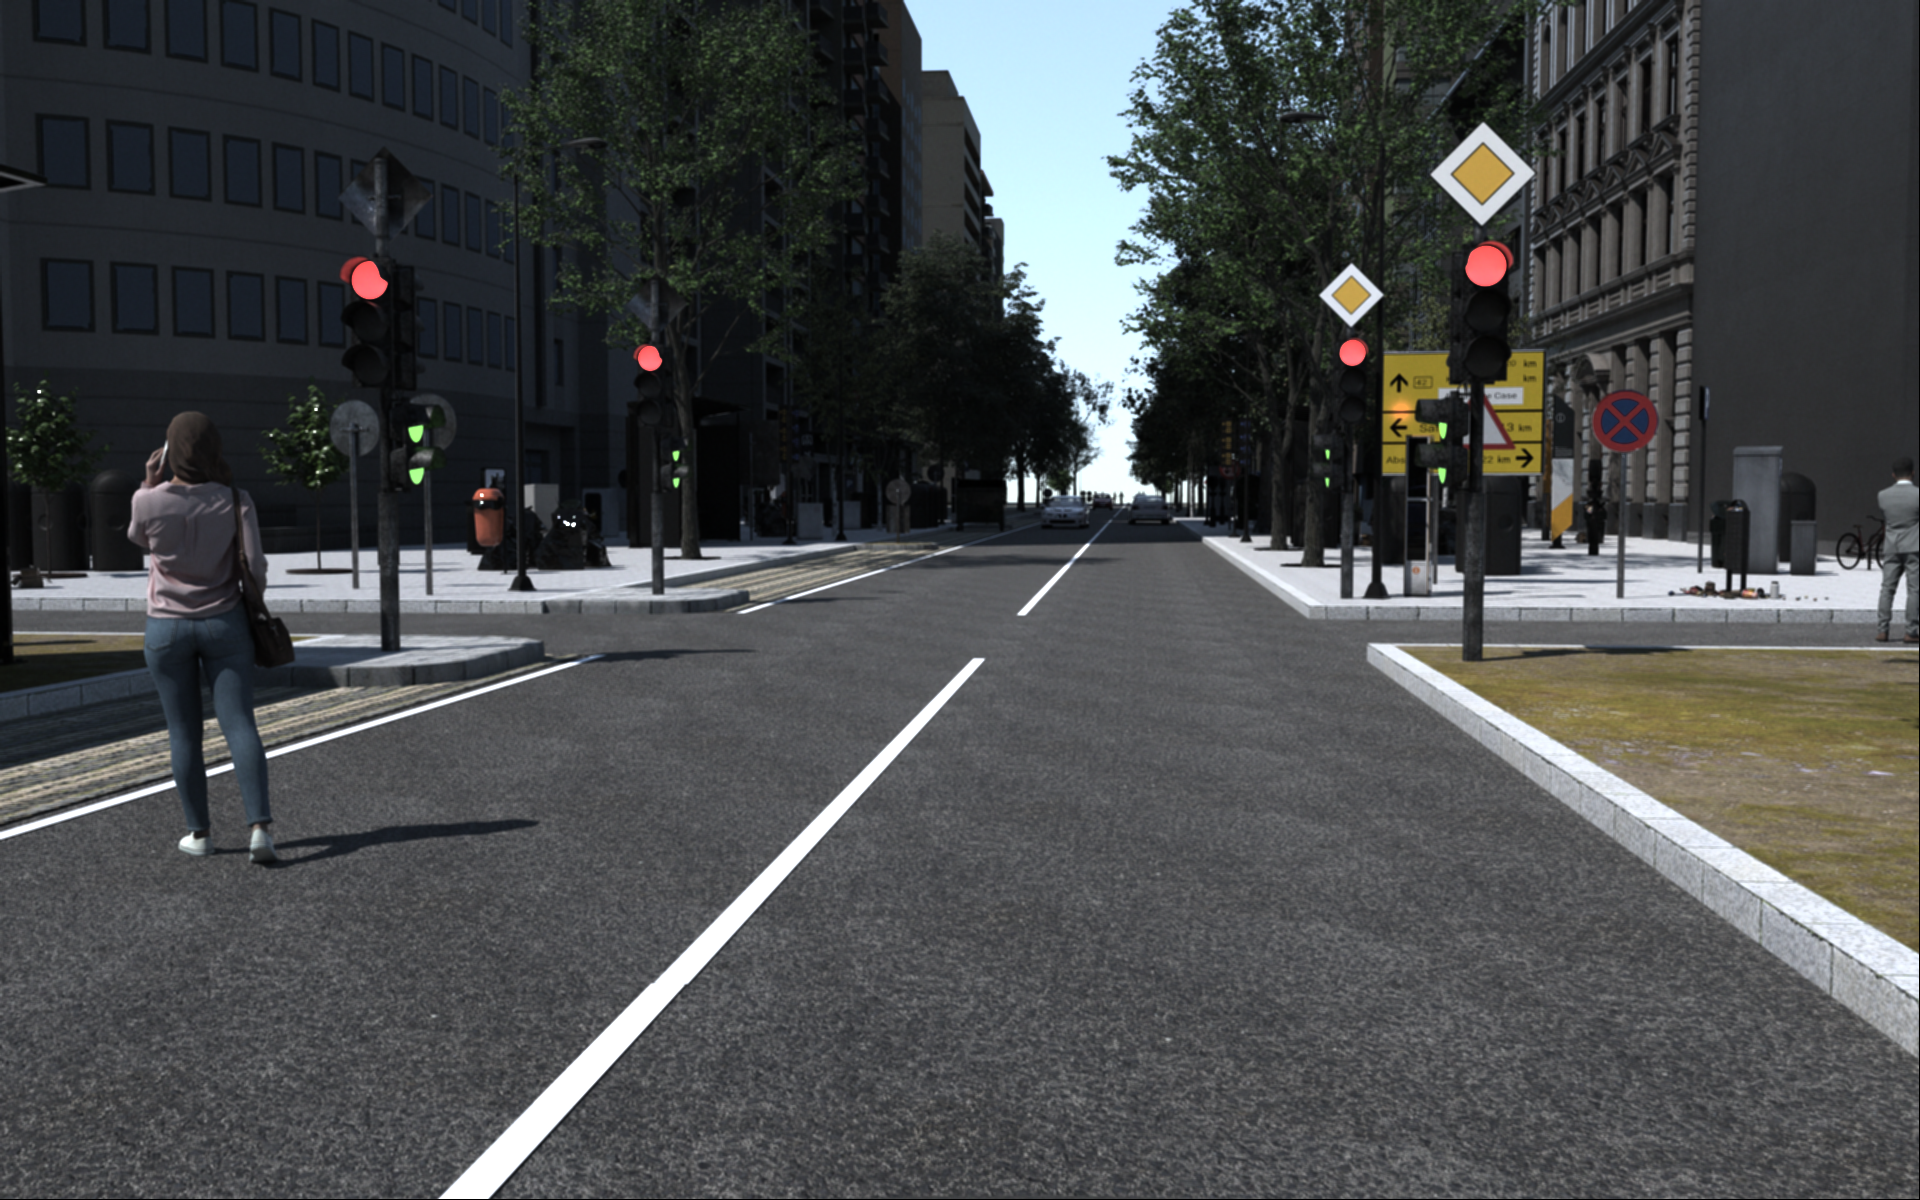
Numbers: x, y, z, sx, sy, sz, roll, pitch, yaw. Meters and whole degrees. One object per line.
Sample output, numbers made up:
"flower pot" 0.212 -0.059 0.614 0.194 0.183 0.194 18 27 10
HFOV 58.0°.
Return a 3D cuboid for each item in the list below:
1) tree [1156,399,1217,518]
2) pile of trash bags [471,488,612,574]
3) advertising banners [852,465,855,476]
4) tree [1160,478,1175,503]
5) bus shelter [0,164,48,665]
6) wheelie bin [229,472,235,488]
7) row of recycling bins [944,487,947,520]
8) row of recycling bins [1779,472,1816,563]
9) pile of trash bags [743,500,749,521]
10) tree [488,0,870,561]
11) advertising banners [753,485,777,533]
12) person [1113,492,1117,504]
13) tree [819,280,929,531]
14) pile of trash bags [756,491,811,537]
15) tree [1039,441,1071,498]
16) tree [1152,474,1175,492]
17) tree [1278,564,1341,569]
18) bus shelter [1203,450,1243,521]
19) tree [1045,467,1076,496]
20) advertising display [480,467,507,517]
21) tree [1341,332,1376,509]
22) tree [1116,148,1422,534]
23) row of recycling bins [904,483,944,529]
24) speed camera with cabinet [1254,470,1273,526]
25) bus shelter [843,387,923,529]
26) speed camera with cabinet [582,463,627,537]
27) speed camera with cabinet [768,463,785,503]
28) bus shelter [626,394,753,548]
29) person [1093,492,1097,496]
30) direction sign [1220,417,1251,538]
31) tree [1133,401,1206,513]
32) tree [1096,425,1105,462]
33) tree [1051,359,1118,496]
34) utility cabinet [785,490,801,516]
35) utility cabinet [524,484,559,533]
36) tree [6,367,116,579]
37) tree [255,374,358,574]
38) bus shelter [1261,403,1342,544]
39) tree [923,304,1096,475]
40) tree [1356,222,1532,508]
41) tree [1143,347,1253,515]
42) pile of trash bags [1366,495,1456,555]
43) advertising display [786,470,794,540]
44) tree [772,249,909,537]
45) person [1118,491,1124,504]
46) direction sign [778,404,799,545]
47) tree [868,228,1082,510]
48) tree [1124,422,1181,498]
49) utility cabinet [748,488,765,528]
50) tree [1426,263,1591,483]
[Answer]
"tree" 12.717 -8.723 92.981 4.360 8.622 3.978 0 3 0
"pile of trash bags" -7.274 -1.189 29.191 1.912 1.369 3.447 1 4 10
"advertising banners" -5.020 -6.030 94.778 2.074 3.025 0.090 -2 4 -30
"tree" 29.214 -15.520 248.353 1.663 3.219 1.824 0 3 0
"bus shelter" -7.925 -1.144 9.995 1.731 3.624 6.357 0 4 6
"wheelie bin" -10.219 -0.953 23.490 0.980 1.594 0.693 -2 4 -33
"row of recycling bins" -1.152 -4.883 86.948 1.069 1.692 3.534 0 4 4
"row of recycling bins" 16.049 -1.646 34.031 1.069 1.692 3.534 1 4 18
"pile of trash bags" -9.099 -4.064 76.199 3.447 1.369 1.912 1 4 20
"tree" -5.449 -6.601 33.688 9.928 11.665 9.643 0 3 0
"advertising banners" -6.523 -3.804 58.377 0.090 3.025 2.074 1 4 17
"person" 22.233 -14.572 247.277 0.750 1.759 0.617 3 5 40
"tree" -2.790 -6.659 59.240 4.360 8.622 3.978 0 3 0
"pile of trash bags" -5.302 -2.650 53.086 1.912 1.369 3.447 0 4 -7
"tree" 8.605 -13.546 171.844 4.360 8.622 3.978 0 3 0
"tree" 28.329 -15.733 240.951 4.285 4.588 4.351 0 3 0
"tree" 6.390 -6.382 30.104 9.928 11.665 9.643 0 3 0
"bus shelter" 12.181 -5.224 79.335 2.014 3.302 5.546 0 4 6
"tree" 11.133 -12.724 191.755 4.285 4.588 4.351 0 3 0
"advertising display" -11.314 -2.252 42.029 0.123 1.923 0.974 1 4 16
"tree" 14.386 -7.029 65.284 4.360 8.622 3.978 0 3 0
"tree" 9.977 -8.510 56.153 9.611 12.733 9.660 0 3 0
"row of recycling bins" -1.503 -3.588 65.773 1.069 1.692 3.534 1 4 9
"speed camera with cabinet" 11.777 -4.406 66.369 0.660 3.252 2.038 1 4 22
"bus shelter" -3.049 -5.506 67.648 2.179 5.291 8.768 0 4 6
"speed camera with cabinet" -10.304 -3.497 51.515 2.038 3.252 0.660 2 4 30
"speed camera with cabinet" -8.925 -5.293 80.882 0.660 3.252 2.038 -3 4 -37
"bus shelter" -6.779 -3.225 44.011 1.731 3.624 6.357 0 4 6
"person" 18.738 -13.986 237.990 1.217 1.723 0.721 -2 4 -29
"direction sign" 8.133 -3.621 51.195 0.876 3.537 0.379 0 4 3
"tree" 17.425 -12.427 137.596 8.767 10.594 7.601 2 4 29
"tree" 13.602 -19.135 223.232 12.009 13.543 11.850 0 3 0
"tree" 15.976 -23.532 240.643 12.611 20.169 13.585 0 3 0
"utility cabinet" -9.349 -5.459 97.941 1.173 1.500 0.318 0 4 -8
"utility cabinet" -9.305 -1.820 38.431 0.318 1.500 1.173 1 4 13
"tree" -13.887 -1.958 26.620 1.663 3.219 1.824 0 3 0
"tree" -10.544 -2.045 28.032 1.663 3.219 1.824 0 3 0
"bus shelter" 9.350 -3.443 47.581 1.731 3.624 6.357 0 4 6
"tree" 2.110 -12.282 111.177 12.009 13.543 11.850 0 3 0
"tree" 13.074 -5.870 46.341 4.737 8.622 4.395 0 3 0
"tree" 15.043 -11.421 104.852 7.486 12.596 7.792 0 3 0
"pile of trash bags" 9.879 -1.706 37.649 1.912 1.369 3.447 0 4 6
"advertising display" -4.544 -2.506 46.189 0.123 1.923 0.974 -1 4 -10
"tree" -3.718 -6.205 51.810 4.737 8.622 4.395 0 3 0
"person" 22.302 -14.139 239.755 0.705 1.814 1.350 -2 4 -34
"direction sign" -4.350 -3.185 44.066 0.379 3.537 0.876 2 4 30
"tree" 0.033 -10.761 82.591 9.857 13.997 8.962 0 3 0
"tree" 25.260 -18.913 215.877 9.857 13.997 8.962 0 3 0
"utility cabinet" -7.742 -3.498 65.865 0.318 1.500 1.173 1 4 10
"tree" 17.002 -6.315 53.616 4.360 8.622 3.978 0 3 0
